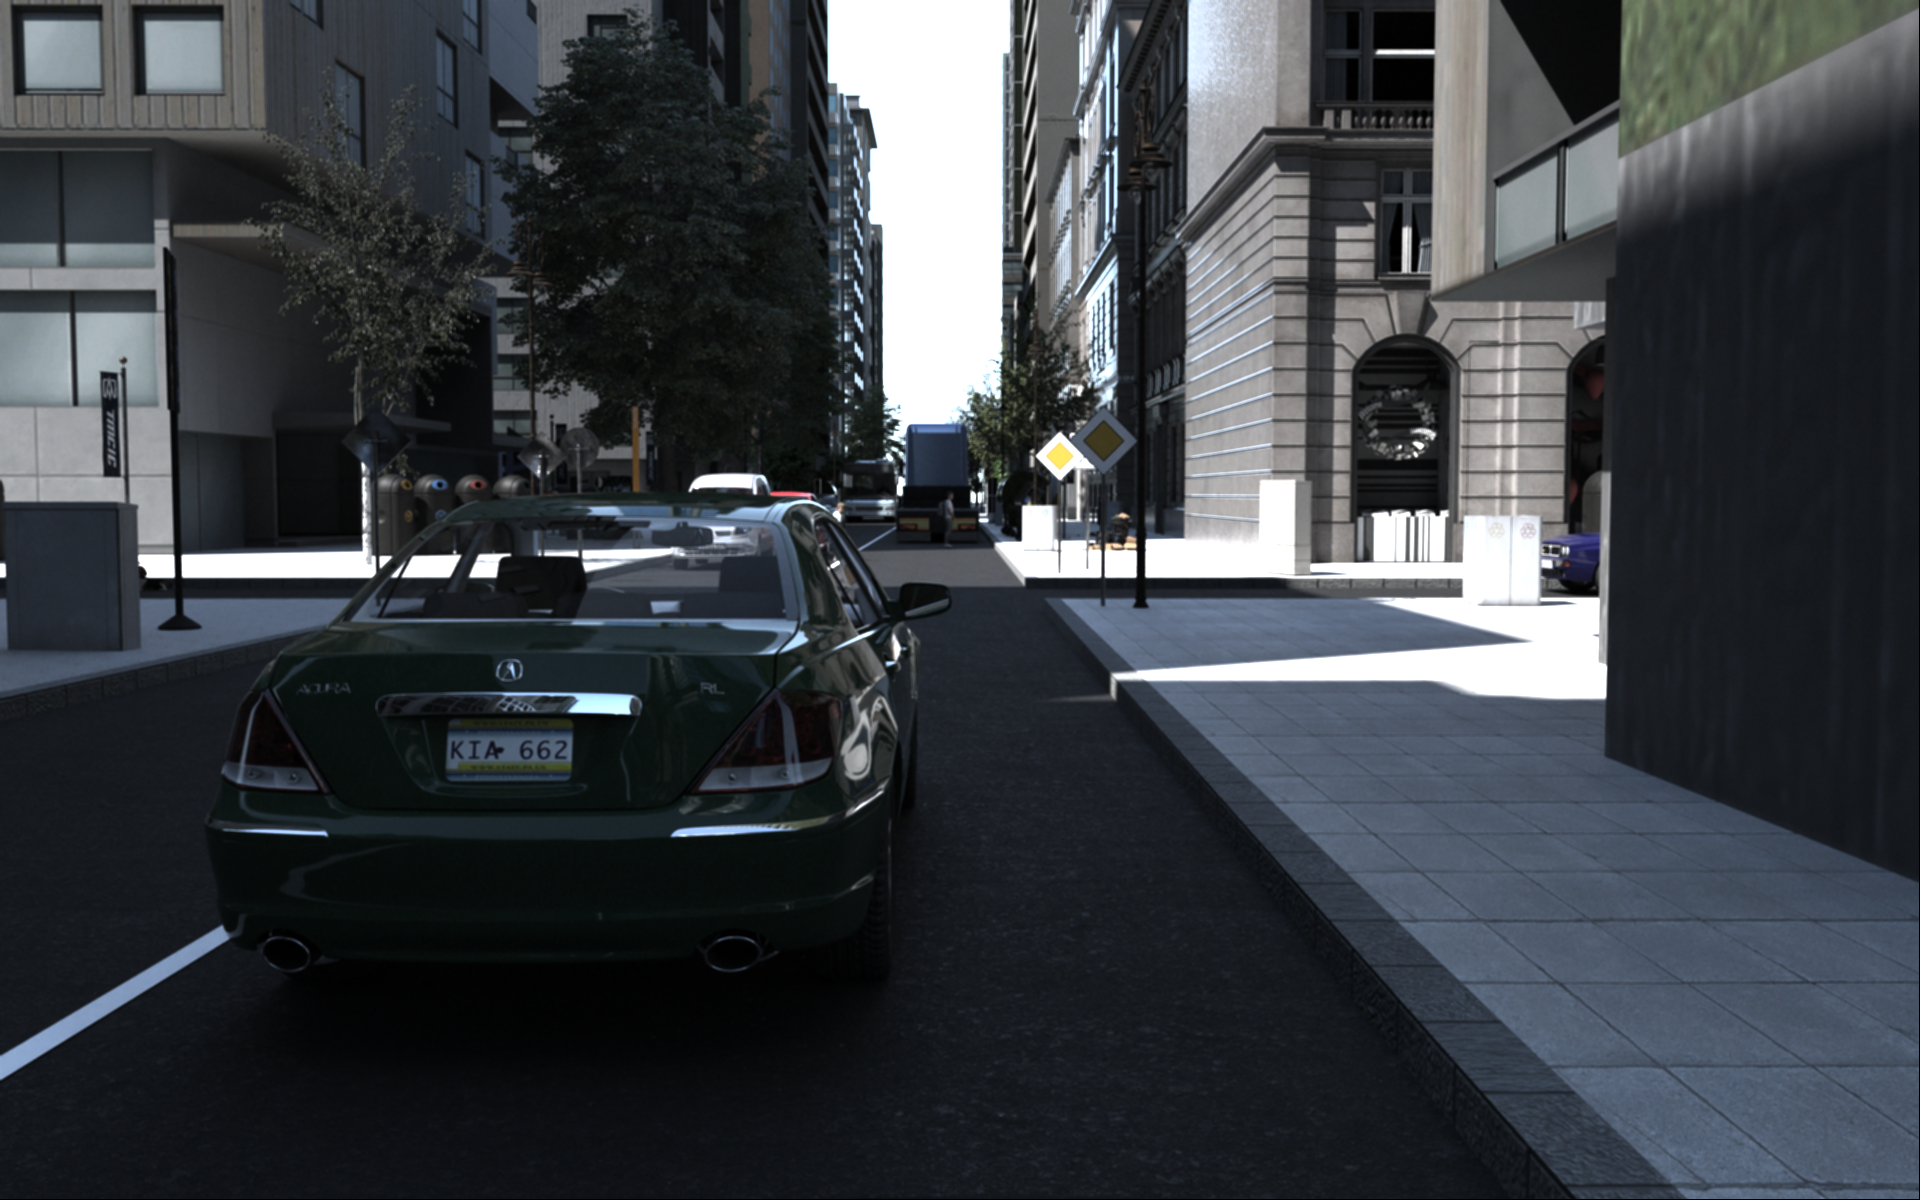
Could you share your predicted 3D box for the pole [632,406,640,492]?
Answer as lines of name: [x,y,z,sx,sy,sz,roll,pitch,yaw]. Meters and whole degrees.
pole: [-7.544,-2.843,40.330,0.158,3.312,0.155,0,3,0]

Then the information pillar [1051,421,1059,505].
information pillar: [3.027,-3.904,55.182,0.183,3.616,0.504,-2,4,-23]

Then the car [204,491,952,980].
car: [-1.098,0.322,6.540,2.131,1.459,4.920,0,3,0]

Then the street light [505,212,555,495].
street light: [-7.106,-3.424,28.771,0.468,5.910,1.993,0,4,0]

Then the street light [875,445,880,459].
street light: [-7.804,-11.687,163.876,0.468,5.910,1.993,0,4,0]

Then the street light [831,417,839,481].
street light: [-7.560,-8.055,104.487,0.468,5.910,1.993,0,4,0]

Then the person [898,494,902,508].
person: [-5.508,-8.863,156.597,0.628,1.438,0.799,-1,4,-22]

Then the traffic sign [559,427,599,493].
traffic sign: [-7.278,-2.020,33.129,0.768,2.556,0.104,0,4,1]

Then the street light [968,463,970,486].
street light: [1.272,-12.619,179.100,0.468,5.910,1.993,0,4,0]

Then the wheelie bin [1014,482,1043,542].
wheelie bin: [1.859,-2.380,46.826,0.693,1.594,0.980,-1,4,-15]

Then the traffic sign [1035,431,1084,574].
traffic sign: [1.596,-1.477,27.784,0.795,2.450,0.064,0,4,0]

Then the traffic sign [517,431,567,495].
traffic sign: [-6.698,-1.475,27.763,0.795,2.450,0.064,0,4,0]

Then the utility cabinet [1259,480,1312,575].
utility cabinet: [5.173,-1.151,27.506,0.318,1.500,1.173,-1,4,-18]

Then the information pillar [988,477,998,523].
information pillar: [1.437,-4.359,75.768,0.304,2.012,0.304,-3,4,-37]

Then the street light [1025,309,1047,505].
street light: [1.898,-4.325,43.495,0.468,5.910,1.993,0,4,0]

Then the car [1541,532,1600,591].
car: [10.378,-0.758,24.975,3.894,1.354,1.945,0,3,0]

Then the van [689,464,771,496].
van: [-4.625,-1.664,34.211,2.013,2.044,4.112,0,4,0]

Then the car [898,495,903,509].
car: [-5.205,-9.663,169.996,2.014,1.417,4.499,0,4,0]

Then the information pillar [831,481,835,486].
information pillar: [-7.228,-5.660,97.028,0.304,2.012,0.304,3,4,38]

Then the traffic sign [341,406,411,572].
traffic sign: [-6.658,-0.987,19.778,0.795,2.450,0.064,0,4,0]

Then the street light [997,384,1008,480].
street light: [1.805,-6.119,72.836,0.468,5.910,1.993,0,4,0]

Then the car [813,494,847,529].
car: [-5.016,-2.996,60.784,2.131,1.459,4.920,0,4,-1]

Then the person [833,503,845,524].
person: [-2.611,-1.457,37.002,0.352,1.250,0.332,0,4,7]

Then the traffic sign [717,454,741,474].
traffic sign: [-7.420,-3.392,55.573,0.768,2.556,0.104,0,4,3]

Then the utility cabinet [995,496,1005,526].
utility cabinet: [1.940,-3.607,70.142,1.020,1.237,0.306,1,4,18]

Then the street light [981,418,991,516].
street light: [1.661,-7.911,102.128,0.468,5.910,1.993,0,4,0]

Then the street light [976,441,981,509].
street light: [1.530,-9.035,120.514,0.468,5.910,1.993,0,4,0]

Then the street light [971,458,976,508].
street light: [1.373,-10.827,149.807,0.468,5.910,1.993,0,4,0]

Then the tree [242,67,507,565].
tree: [-10.422,-4.929,30.958,4.360,8.622,3.978,0,3,0]

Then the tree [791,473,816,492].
tree: [-7.853,-5.596,86.098,1.663,3.219,1.824,0,3,0]

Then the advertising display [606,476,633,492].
advertising display: [-11.987,-3.411,60.981,0.974,1.923,0.123,1,4,15]

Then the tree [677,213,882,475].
tree: [-7.727,-9.271,69.711,7.486,12.596,7.792,0,3,0]

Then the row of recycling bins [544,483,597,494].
row of recycling bins: [-15.187,-3.472,63.876,3.534,1.692,1.069,-1,4,-18]

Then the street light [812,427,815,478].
street light: [-7.442,-7.084,88.610,0.468,5.910,1.993,0,4,0]

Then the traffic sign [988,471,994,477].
traffic sign: [1.890,-5.709,93.450,0.768,2.556,0.104,1,4,9]

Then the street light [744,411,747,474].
street light: [-7.272,-5.252,58.660,0.468,5.910,1.993,0,4,0]

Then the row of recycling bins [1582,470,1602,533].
row of recycling bins: [12.216,-1.328,28.820,3.534,1.692,1.069,1,4,22]

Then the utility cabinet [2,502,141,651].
utility cabinet: [-7.328,-0.193,14.311,1.020,1.237,0.306,0,4,7]

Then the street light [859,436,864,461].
street light: [-7.656,-9.866,134.097,0.468,5.910,1.993,0,4,0]

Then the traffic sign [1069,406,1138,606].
traffic sign: [1.636,-0.988,19.799,0.795,2.450,0.064,0,4,0]

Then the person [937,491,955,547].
person: [-0.322,-2.189,46.892,0.503,1.515,0.523,3,5,42]

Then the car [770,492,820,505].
car: [-3.983,-1.833,39.018,2.155,1.783,4.494,0,4,1]

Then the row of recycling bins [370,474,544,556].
row of recycling bins: [-10.776,-1.817,36.822,3.534,1.692,1.069,-3,5,-39]

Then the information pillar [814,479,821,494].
information pillar: [-6.931,-4.885,84.361,0.304,2.012,0.304,0,4,-1]

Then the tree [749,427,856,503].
tree: [-7.875,-5.775,78.129,4.285,4.588,4.351,0,3,0]

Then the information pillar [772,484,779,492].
information pillar: [-9.628,-5.258,90.463,0.304,2.012,0.304,0,4,4]

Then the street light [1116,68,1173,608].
street light: [2.043,-2.851,19.400,0.468,5.910,1.993,0,4,0]

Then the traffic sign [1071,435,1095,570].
traffic sign: [2.157,-1.661,29.281,0.606,2.300,0.079,0,4,4]

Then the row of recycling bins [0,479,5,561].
row of recycling bins: [-18.749,-1.512,31.831,1.069,1.692,3.534,0,4,1]

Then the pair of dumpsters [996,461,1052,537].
pair of dumpsters: [1.974,-3.130,53.676,1.574,2.255,4.437,0,4,0]
